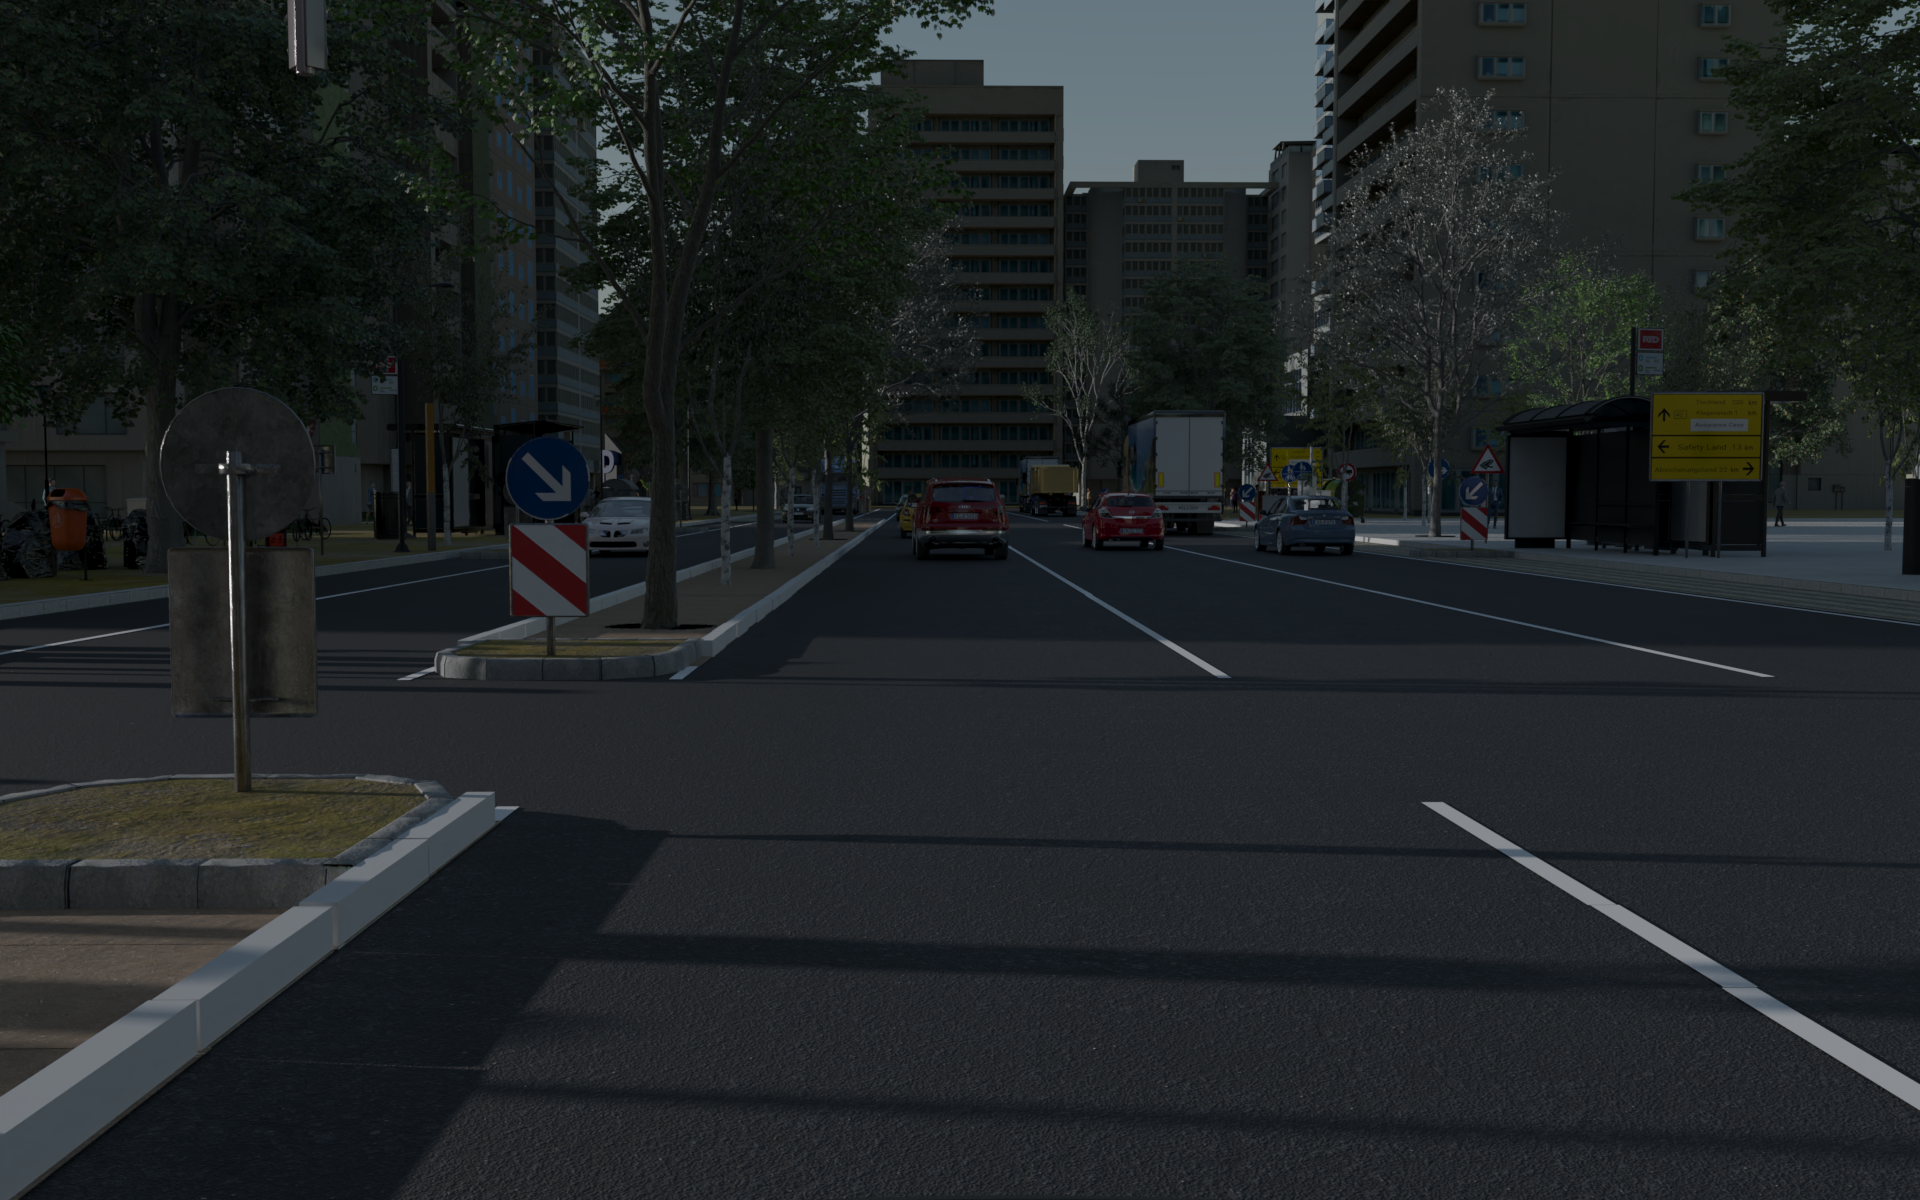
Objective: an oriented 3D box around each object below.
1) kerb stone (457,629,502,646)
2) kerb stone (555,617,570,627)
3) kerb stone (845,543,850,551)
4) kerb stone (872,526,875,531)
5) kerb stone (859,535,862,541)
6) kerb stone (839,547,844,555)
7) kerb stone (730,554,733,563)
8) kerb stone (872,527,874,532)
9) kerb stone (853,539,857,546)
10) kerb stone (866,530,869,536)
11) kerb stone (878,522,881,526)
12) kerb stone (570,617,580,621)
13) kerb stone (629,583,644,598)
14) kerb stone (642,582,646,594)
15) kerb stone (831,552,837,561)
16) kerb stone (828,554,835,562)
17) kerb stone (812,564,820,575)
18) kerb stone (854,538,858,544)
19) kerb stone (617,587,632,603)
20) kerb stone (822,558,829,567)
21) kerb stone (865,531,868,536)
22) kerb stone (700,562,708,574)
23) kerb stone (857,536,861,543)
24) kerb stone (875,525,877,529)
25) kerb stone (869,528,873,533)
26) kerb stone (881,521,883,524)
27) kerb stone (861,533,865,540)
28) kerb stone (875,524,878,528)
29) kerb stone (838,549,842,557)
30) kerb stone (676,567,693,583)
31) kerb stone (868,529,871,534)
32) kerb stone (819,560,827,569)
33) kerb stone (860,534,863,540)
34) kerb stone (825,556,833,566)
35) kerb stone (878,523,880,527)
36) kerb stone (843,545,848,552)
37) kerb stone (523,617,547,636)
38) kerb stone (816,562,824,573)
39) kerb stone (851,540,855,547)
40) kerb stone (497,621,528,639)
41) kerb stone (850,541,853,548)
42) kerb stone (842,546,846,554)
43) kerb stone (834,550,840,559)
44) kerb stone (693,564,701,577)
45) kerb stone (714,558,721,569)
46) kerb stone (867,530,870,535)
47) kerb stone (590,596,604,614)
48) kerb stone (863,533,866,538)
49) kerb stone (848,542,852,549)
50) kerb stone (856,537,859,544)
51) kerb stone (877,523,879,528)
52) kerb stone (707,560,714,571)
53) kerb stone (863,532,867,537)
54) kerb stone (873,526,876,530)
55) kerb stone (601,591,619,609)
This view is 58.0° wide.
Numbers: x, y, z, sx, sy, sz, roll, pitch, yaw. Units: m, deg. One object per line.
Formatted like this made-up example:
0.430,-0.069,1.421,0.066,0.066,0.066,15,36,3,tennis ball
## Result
-4.347,0.400,15.651,0.120,0.150,1.000,0,4,-1,kerb stone
-4.408,0.211,18.743,0.120,0.150,1.000,0,4,-1,kerb stone
-2.831,-1.232,42.334,0.120,0.150,1.000,0,4,-1,kerb stone
-3.304,-2.550,63.892,0.120,0.150,1.000,0,4,-1,kerb stone
-3.007,-1.731,50.551,0.120,0.150,1.000,0,4,-1,kerb stone
-2.765,-1.043,39.251,0.120,0.150,1.000,0,4,-1,kerb stone
-4.765,-0.791,35.134,0.120,0.150,1.000,0,4,-1,kerb stone
-3.290,-2.483,62.864,0.120,0.150,1.000,0,4,-1,kerb stone
-2.922,-1.480,46.441,0.120,0.150,1.000,0,4,-1,kerb stone
-3.153,-2.111,56.711,0.120,0.150,1.000,0,4,-1,kerb stone
-3.484,-3.048,72.097,0.120,0.150,1.000,0,4,-1,kerb stone
-4.440,0.157,19.765,0.120,0.150,1.000,0,4,-1,kerb stone
-4.529,-0.102,23.864,0.120,0.150,1.000,0,4,-1,kerb stone
-4.550,-0.165,24.888,0.120,0.150,1.000,0,4,-1,kerb stone
-2.697,-0.856,36.184,0.120,0.150,1.000,0,4,-1,kerb stone
-2.675,-0.793,35.159,0.120,0.150,1.000,0,4,-1,kerb stone
-2.562,-0.479,30.033,0.120,0.150,1.000,0,4,-1,kerb stone
-2.939,-1.546,47.473,0.120,0.150,1.000,0,4,-1,kerb stone
-4.500,-0.039,22.836,0.120,0.150,1.000,0,4,-1,kerb stone
-2.634,-0.667,33.105,0.120,0.150,1.000,0,4,-1,kerb stone
-3.127,-2.048,55.686,0.120,0.150,1.000,0,4,-1,kerb stone
-4.678,-0.540,31.028,0.120,0.150,1.000,0,4,-1,kerb stone
-2.986,-1.672,49.529,0.120,0.150,1.000,0,4,-1,kerb stone
-3.384,-2.738,66.968,0.120,0.150,1.000,0,4,-1,kerb stone
-3.235,-2.362,60.811,0.120,0.150,1.000,0,4,-1,kerb stone
-3.574,-3.297,76.191,0.120,0.150,1.000,0,4,-1,kerb stone
-3.053,-1.860,52.606,0.120,0.150,1.000,0,4,-1,kerb stone
-3.405,-2.800,67.991,0.120,0.150,1.000,0,4,-1,kerb stone
-2.735,-0.978,38.229,0.120,0.150,1.000,0,4,-1,kerb stone
-4.646,-0.415,28.982,0.120,0.150,1.000,0,4,-1,kerb stone
-3.193,-2.236,58.756,0.120,0.150,1.000,0,4,-1,kerb stone
-2.608,-0.605,32.083,0.120,0.150,1.000,0,4,-1,kerb stone
-3.032,-1.797,51.573,0.120,0.150,1.000,0,4,-1,kerb stone
-2.645,-0.729,34.127,0.120,0.150,1.000,0,4,-1,kerb stone
-3.462,-2.990,71.075,0.120,0.150,1.000,0,4,-1,kerb stone
-2.810,-1.168,41.296,0.120,0.150,1.000,0,4,-1,kerb stone
-4.385,0.277,17.712,0.120,0.150,1.000,0,4,-1,kerb stone
-2.577,-0.542,31.061,0.120,0.150,1.000,0,4,-1,kerb stone
-2.899,-1.420,45.412,0.120,0.150,1.000,0,4,-1,kerb stone
-4.364,0.339,16.685,0.120,0.150,1.000,0,4,-1,kerb stone
-2.879,-1.357,44.378,0.120,0.150,1.000,0,4,-1,kerb stone
-2.785,-1.100,40.273,0.120,0.150,1.000,0,4,-1,kerb stone
-2.722,-0.918,37.207,0.120,0.150,1.000,0,4,-1,kerb stone
-4.653,-0.477,30.005,0.120,0.150,1.000,0,4,-1,kerb stone
-4.725,-0.666,33.086,0.120,0.150,1.000,0,4,-1,kerb stone
-3.163,-2.174,57.734,0.120,0.150,1.000,0,4,-1,kerb stone
-4.460,0.088,20.792,0.120,0.150,1.000,0,4,-1,kerb stone
-3.075,-1.923,53.628,0.120,0.150,1.000,0,4,-1,kerb stone
-2.857,-1.294,43.356,0.120,0.150,1.000,0,4,-1,kerb stone
-2.965,-1.609,48.507,0.120,0.150,1.000,0,4,-1,kerb stone
-3.444,-2.925,70.039,0.120,0.150,1.000,0,4,-1,kerb stone
-4.714,-0.603,32.053,0.120,0.150,1.000,0,4,-1,kerb stone
-3.103,-1.985,54.650,0.120,0.150,1.000,0,4,-1,kerb stone
-3.335,-2.607,64.914,0.120,0.150,1.000,0,4,-1,kerb stone
-4.479,0.023,21.814,0.120,0.150,1.000,0,4,-1,kerb stone
